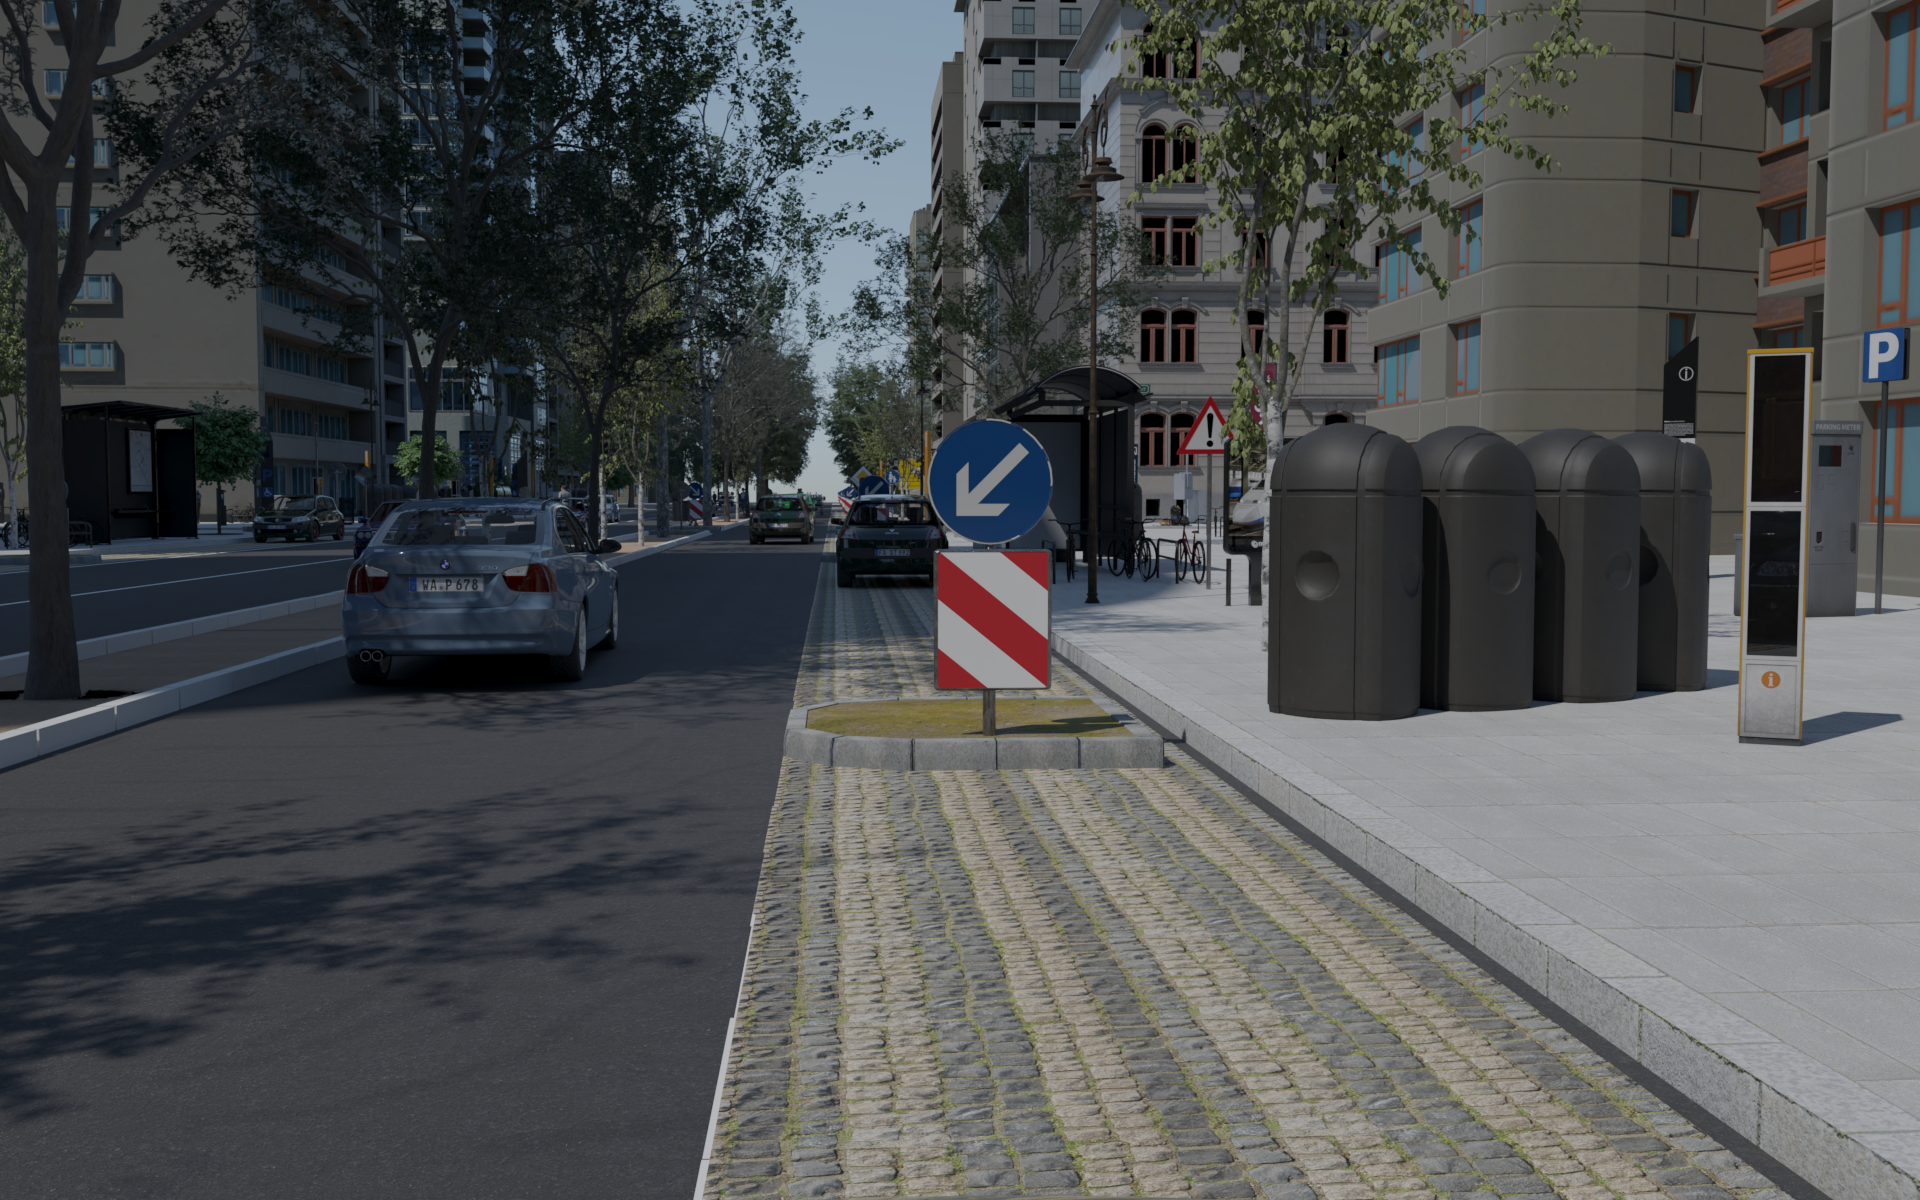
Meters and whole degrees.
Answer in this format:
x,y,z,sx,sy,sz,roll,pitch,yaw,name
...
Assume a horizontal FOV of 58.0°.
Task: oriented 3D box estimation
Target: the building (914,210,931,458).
x,y,z,sx,sy,sz,roll,pitch,yaw,name
0.343,-34.731,251.444,14.154,41.232,14.086,0,4,-4,building

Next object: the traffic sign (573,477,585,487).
x,y,z,sx,sy,sz,roll,pitch,yaw,name
-29.151,-8.105,132.524,0.884,2.594,0.081,0,4,-1,traffic sign

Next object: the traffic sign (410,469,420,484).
x,y,z,sx,sy,sz,roll,pitch,yaw,name
-21.208,-3.944,68.133,0.795,2.450,0.064,0,4,-4,traffic sign

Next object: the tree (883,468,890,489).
x,y,z,sx,sy,sz,roll,pitch,yaw,name
-5.298,-8.045,126.131,1.663,3.219,1.824,0,3,0,tree

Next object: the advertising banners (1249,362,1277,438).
x,y,z,sx,sy,sz,roll,pitch,yaw,name
4.499,-1.616,22.615,0.090,3.025,2.074,-3,4,-36,advertising banners

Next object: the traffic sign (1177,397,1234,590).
x,y,z,sx,sy,sz,roll,pitch,yaw,name
3.340,-1.419,23.211,0.884,2.594,0.081,0,4,1,traffic sign

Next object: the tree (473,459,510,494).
x,y,z,sx,sy,sz,roll,pitch,yaw,name
-25.502,-6.065,93.759,1.663,3.219,1.824,0,3,0,tree

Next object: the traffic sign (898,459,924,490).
x,y,z,sx,sy,sz,roll,pitch,yaw,name
-2.440,-6.492,100.012,2.265,3.308,0.079,0,4,3,traffic sign

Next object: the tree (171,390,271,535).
x,y,z,sx,sy,sz,roll,pitch,yaw,name
-23.419,-4.335,54.587,4.285,4.588,4.351,0,3,0,tree

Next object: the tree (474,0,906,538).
x,y,z,sx,sy,sz,roll,pitch,yaw,name
-8.459,-12.056,55.454,12.611,20.169,13.585,0,3,0,tree

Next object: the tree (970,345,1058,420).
x,y,z,sx,sy,sz,roll,pitch,yaw,name
2.581,-8.259,85.398,4.360,8.622,3.978,0,3,0,tree

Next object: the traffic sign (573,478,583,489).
x,y,z,sx,sy,sz,roll,pitch,yaw,name
-29.765,-8.246,134.933,0.768,2.556,0.104,0,4,-2,traffic sign

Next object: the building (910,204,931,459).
x,y,z,sx,sy,sz,roll,pitch,yaw,name
-0.495,-37.684,266.238,14.600,45.320,14.200,0,4,-4,building

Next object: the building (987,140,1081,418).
x,y,z,sx,sy,sz,roll,pitch,yaw,name
9.896,-17.879,111.396,14.314,24.678,30.058,0,4,-4,building

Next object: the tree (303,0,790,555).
x,y,z,sx,sy,sz,roll,pitch,yaw,name
-7.700,-6.040,35.622,8.767,10.594,7.601,0,4,-4,tree

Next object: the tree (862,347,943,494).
x,y,z,sx,sy,sz,roll,pitch,yaw,name
-2.860,-8.316,86.327,4.360,8.622,3.978,0,3,0,tree

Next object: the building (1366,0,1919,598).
x,y,z,sx,sy,sz,roll,pitch,yaw,name
25.074,-11.304,29.863,27.650,21.520,28.899,0,4,-4,building

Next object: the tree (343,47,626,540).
x,y,z,sx,sy,sz,roll,pitch,yaw,name
-7.815,-4.613,28.247,4.360,8.622,3.978,0,3,0,tree

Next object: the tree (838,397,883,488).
x,y,z,sx,sy,sz,roll,pitch,yaw,name
-10.630,-17.395,202.536,7.486,12.596,7.792,0,3,0,tree

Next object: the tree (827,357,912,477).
x,y,z,sx,sy,sz,roll,pitch,yaw,name
-8.205,-15.498,160.051,9.857,13.997,8.962,0,3,0,tree

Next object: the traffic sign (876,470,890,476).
x,y,z,sx,sy,sz,roll,pitch,yaw,name
-5.734,-9.014,141.258,2.265,3.308,0.079,0,4,-1,traffic sign

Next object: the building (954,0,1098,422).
x,y,z,sx,sy,sz,roll,pitch,yaw,name
14.662,-35.090,162.965,28.713,52.752,27.495,0,4,-4,building

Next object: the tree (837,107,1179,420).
x,y,z,sx,sy,sz,roll,pitch,yaw,name
1.027,-6.629,42.803,8.767,10.594,7.601,0,4,3,tree

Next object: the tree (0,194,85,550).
x,y,z,sx,sy,sz,roll,pitch,yaw,name
-21.996,-5.460,39.641,4.737,8.622,4.395,0,3,0,tree

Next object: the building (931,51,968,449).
x,y,z,sx,sy,sz,roll,pitch,yaw,name
8.100,-34.502,187.810,21.300,48.544,21.600,0,4,-4,building

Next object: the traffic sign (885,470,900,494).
x,y,z,sx,sy,sz,roll,pitch,yaw,name
-3.571,-5.593,91.549,0.768,2.556,0.104,0,4,-3,traffic sign

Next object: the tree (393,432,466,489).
x,y,z,sx,sy,sz,roll,pitch,yaw,name
-25.129,-5.993,81.699,4.285,4.588,4.351,0,3,0,tree

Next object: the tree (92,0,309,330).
x,y,z,sx,sy,sz,roll,pitch,yaw,name
-7.035,-5.216,22.159,8.767,10.594,7.601,0,4,-4,tree

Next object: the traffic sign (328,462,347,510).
x,y,z,sx,sy,sz,roll,pitch,yaw,name
-25.094,-4.263,69.811,0.768,2.556,0.104,0,4,-2,traffic sign

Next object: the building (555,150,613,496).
x,y,z,sx,sy,sz,roll,pitch,yaw,name
-48.292,-31.594,200.150,14.154,41.232,14.086,0,4,-4,building

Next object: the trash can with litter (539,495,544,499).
x,y,z,sx,sy,sz,roll,pitch,yaw,name
-28.384,-6.564,118.370,1.678,1.210,2.233,0,4,6,trash can with litter

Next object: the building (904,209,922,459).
x,y,z,sx,sy,sz,roll,pitch,yaw,name
2.074,-40.954,289.200,23.786,49.044,30.456,0,4,-4,building

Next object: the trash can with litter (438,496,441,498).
x,y,z,sx,sy,sz,roll,pitch,yaw,name
-26.633,-4.702,88.273,0.624,1.170,1.055,0,4,-5,trash can with litter

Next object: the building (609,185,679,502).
x,y,z,sx,sy,sz,roll,pitch,yaw,name
-56.155,-39.704,272.864,21.300,48.544,21.600,0,4,-4,building

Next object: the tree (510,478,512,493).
x,y,z,sx,sy,sz,roll,pitch,yaw,name
-29.894,-7.249,113.123,1.663,3.219,1.824,0,3,0,tree

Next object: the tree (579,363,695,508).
x,y,z,sx,sy,sz,roll,pitch,yaw,name
-30.440,-15.466,159.526,9.857,13.997,8.962,0,3,0,tree

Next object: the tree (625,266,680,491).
x,y,z,sx,sy,sz,roll,pitch,yaw,name
-8.632,-5.436,41.699,4.360,8.622,3.978,0,3,0,tree

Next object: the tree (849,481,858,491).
x,y,z,sx,sy,sz,roll,pitch,yaw,name
-12.355,-14.014,212.839,4.285,4.588,4.351,0,3,0,tree

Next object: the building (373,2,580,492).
x,y,z,sx,sy,sz,roll,pitch,yaw,name
-51.252,-45.447,181.305,20.563,71.187,20.611,0,4,-4,building

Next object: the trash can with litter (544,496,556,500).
x,y,z,sx,sy,sz,roll,pitch,yaw,name
-26.880,-6.235,113.326,0.624,1.170,1.055,2,4,34,trash can with litter

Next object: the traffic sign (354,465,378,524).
x,y,z,sx,sy,sz,roll,pitch,yaw,name
-20.631,-3.457,60.168,0.795,2.450,0.064,0,4,-4,traffic sign

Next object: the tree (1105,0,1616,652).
x,y,z,sx,sy,sz,roll,pitch,yaw,name
2.760,-3.891,13.981,4.737,8.622,4.395,0,3,0,tree

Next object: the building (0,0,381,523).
x,y,z,sx,sy,sz,roll,pitch,yaw,name
-43.189,-28.341,87.084,21.300,48.544,21.600,0,4,-4,building

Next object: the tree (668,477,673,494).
x,y,z,sx,sy,sz,roll,pitch,yaw,name
-33.117,-12.402,197.374,1.663,3.219,1.824,0,3,0,tree

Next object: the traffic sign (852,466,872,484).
x,y,z,sx,sy,sz,roll,pitch,yaw,name
-3.430,-3.532,61.389,0.795,2.450,0.064,0,4,-4,traffic sign

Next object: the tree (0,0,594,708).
x,y,z,sx,sy,sz,roll,pitch,yaw,name
-6.396,-6.057,11.866,12.009,13.543,11.850,0,3,0,tree

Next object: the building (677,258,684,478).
x,y,z,sx,sy,sz,roll,pitch,yaw,name
-54.174,-37.171,291.346,14.154,41.232,14.086,0,4,-4,building

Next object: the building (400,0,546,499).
x,y,z,sx,sy,sz,roll,pitch,yaw,name
-49.462,-51.527,155.142,22.319,86.520,31.000,0,4,-4,building

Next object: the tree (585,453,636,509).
x,y,z,sx,sy,sz,roll,pitch,yaw,name
-29.829,-10.160,149.833,4.285,4.588,4.351,0,3,0,tree

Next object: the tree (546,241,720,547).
x,y,z,sx,sy,sz,roll,pitch,yaw,name
-8.711,-5.761,47.008,4.737,8.622,4.395,0,3,0,tree

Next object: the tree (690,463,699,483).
x,y,z,sx,sy,sz,roll,pitch,yaw,name
-41.334,-23.558,302.185,9.611,12.733,9.660,0,3,0,tree

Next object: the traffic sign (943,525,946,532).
x,y,z,sx,sy,sz,roll,pitch,yaw,name
-0.466,-3.199,52.409,0.768,2.556,0.104,0,4,1,traffic sign

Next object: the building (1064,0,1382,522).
x,y,z,sx,sy,sz,roll,pitch,yaw,name
17.691,-18.159,84.286,23.554,28.519,14.401,0,4,-4,building

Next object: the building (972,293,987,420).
x,y,z,sx,sy,sz,roll,pitch,yaw,name
6.643,-16.599,136.021,10.561,19.102,19.286,0,4,-4,building

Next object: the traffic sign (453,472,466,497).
x,y,z,sx,sy,sz,roll,pitch,yaw,name
-26.732,-5.645,92.404,0.768,2.556,0.104,0,4,-2,traffic sign

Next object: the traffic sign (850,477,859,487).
x,y,z,sx,sy,sz,roll,pitch,yaw,name
-4.007,-4.019,69.354,0.795,2.450,0.064,0,4,-4,traffic sign

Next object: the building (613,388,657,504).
x,y,z,sx,sy,sz,roll,pitch,yaw,name
-58.037,-24.624,247.640,27.650,21.520,28.899,0,4,-4,building

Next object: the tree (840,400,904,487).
x,y,z,sx,sy,sz,roll,pitch,yaw,name
-6.067,-11.147,132.613,4.737,8.622,4.395,0,3,0,tree
